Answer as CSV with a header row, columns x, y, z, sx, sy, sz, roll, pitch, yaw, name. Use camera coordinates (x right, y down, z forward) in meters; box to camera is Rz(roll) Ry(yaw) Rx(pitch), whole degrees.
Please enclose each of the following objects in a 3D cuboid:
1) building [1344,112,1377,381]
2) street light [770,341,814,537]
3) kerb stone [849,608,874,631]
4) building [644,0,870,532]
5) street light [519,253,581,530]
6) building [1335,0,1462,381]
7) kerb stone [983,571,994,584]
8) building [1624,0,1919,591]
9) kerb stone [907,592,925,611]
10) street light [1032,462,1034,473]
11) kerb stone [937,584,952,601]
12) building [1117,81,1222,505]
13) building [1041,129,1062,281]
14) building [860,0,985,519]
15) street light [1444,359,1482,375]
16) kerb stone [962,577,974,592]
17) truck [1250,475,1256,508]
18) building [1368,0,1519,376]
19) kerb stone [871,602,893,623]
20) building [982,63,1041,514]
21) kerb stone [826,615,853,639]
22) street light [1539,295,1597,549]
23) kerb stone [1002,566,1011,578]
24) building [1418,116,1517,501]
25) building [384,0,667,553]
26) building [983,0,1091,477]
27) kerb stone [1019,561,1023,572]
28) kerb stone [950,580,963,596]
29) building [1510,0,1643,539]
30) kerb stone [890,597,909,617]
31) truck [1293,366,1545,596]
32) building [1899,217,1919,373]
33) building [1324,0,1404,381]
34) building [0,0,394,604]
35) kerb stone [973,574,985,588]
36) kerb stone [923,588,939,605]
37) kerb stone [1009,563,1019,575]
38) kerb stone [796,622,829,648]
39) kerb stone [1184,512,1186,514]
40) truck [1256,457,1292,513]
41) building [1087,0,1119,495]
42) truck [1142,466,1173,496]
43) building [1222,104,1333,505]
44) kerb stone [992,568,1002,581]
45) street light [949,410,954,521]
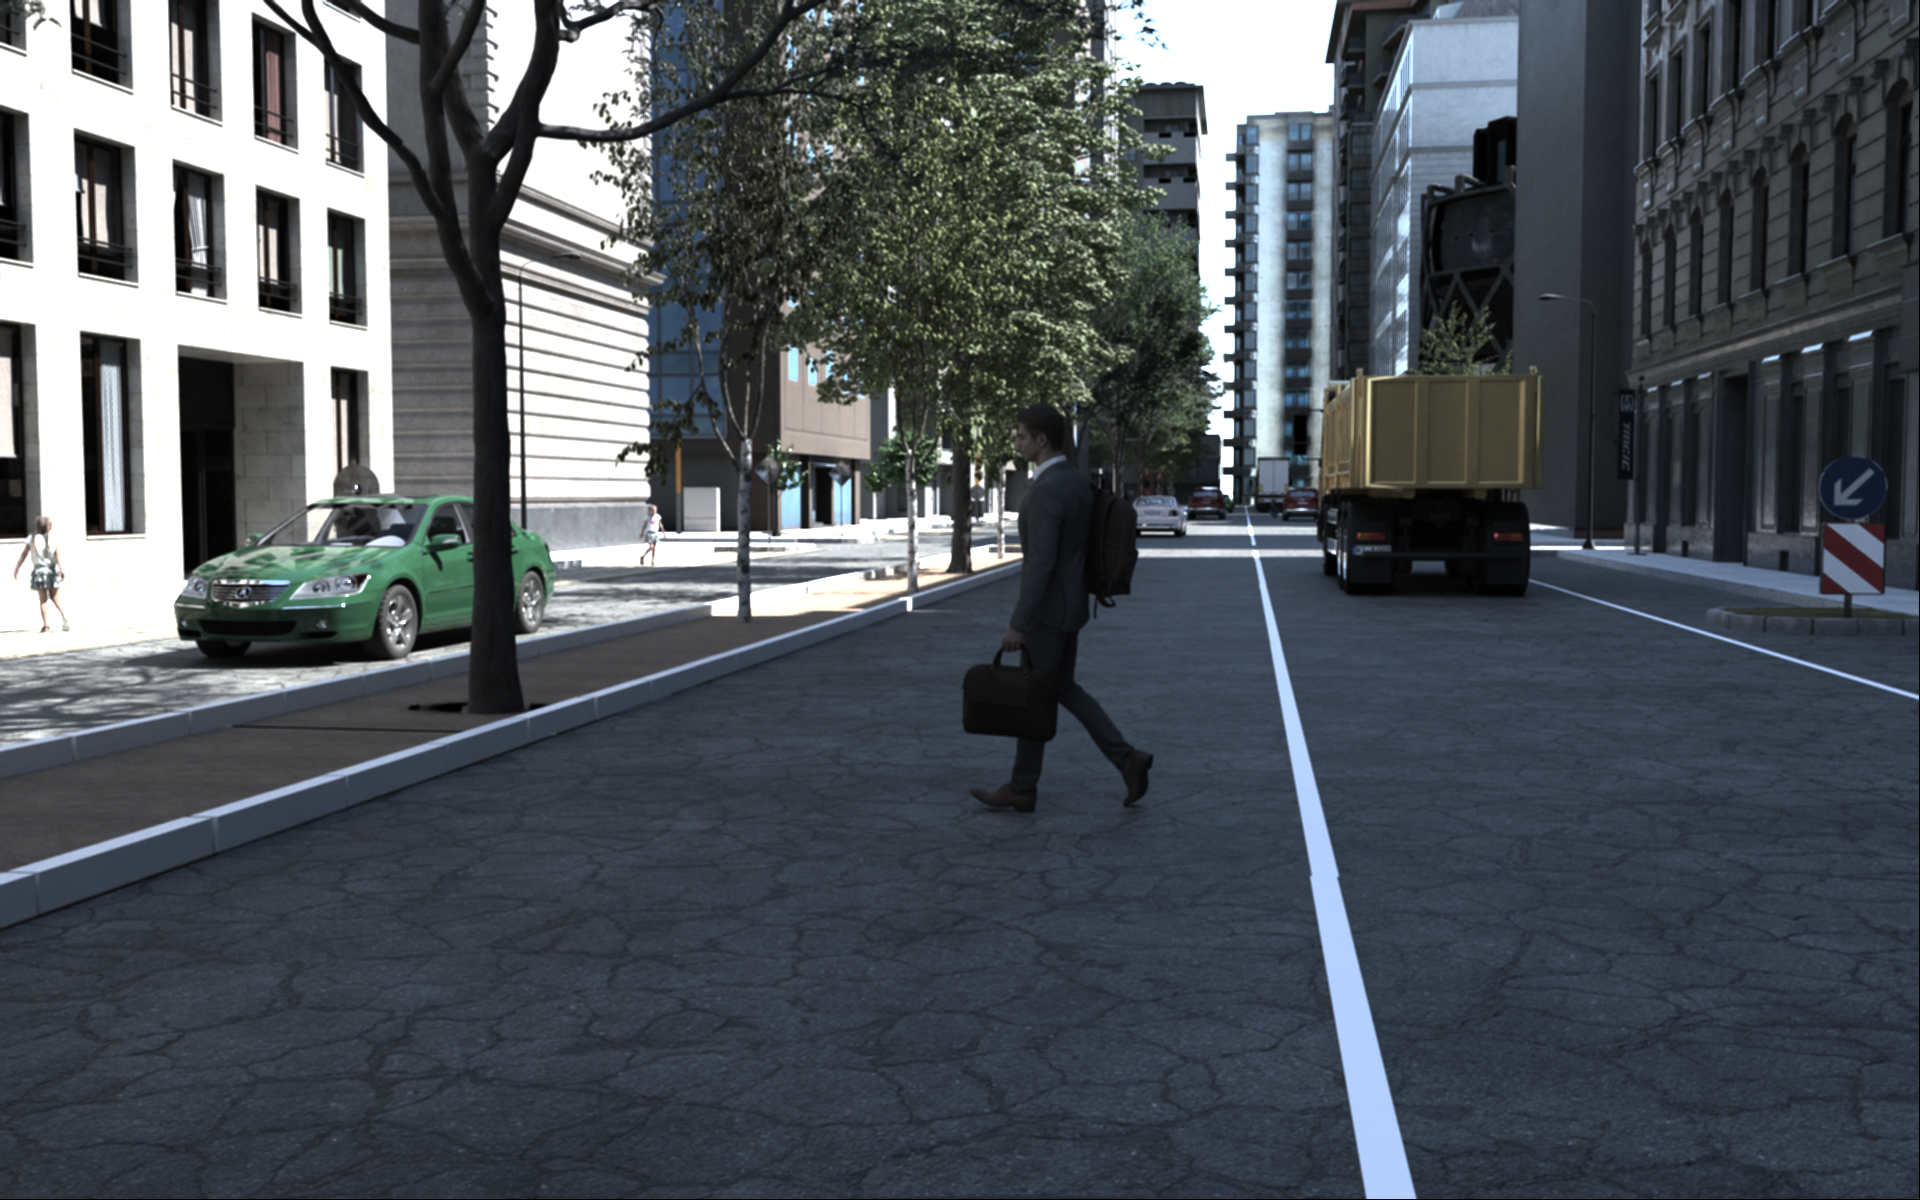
x,y,z,sx,sy,sz,roll,pitch,yaw,name
36.717,-22.117,133.315,14.160,30.474,14.107,1,4,9,building
-4.971,-4.837,51.619,1.470,5.913,1.316,1,4,9,street light
-1.110,0.225,18.524,0.120,0.150,1.000,1,4,9,kerb stone
-11.677,-25.372,64.943,14.600,45.320,14.200,1,4,9,building
-7.977,-3.732,33.567,1.470,5.913,1.316,1,4,9,street light
44.997,-30.503,153.347,22.147,44.769,28.867,1,4,9,building
0.370,-0.333,27.634,0.120,0.150,1.000,1,4,9,kerb stone
18.716,-11.082,30.337,9.793,20.994,18.267,1,4,9,building
-0.622,0.038,21.568,0.120,0.150,1.000,1,4,9,kerb stone
5.386,-8.708,114.909,1.470,5.913,1.316,1,4,9,street light
-0.285,-0.085,23.584,0.120,0.150,1.000,1,4,9,kerb stone
19.864,-38.774,223.199,27.495,52.752,28.713,1,4,9,building
0.130,-22.165,134.091,14.160,30.474,14.107,1,4,9,building
-6.614,-25.100,93.976,14.154,41.232,14.086,1,4,9,building
17.323,-5.325,59.609,1.470,5.913,1.316,1,4,9,street light
0.040,-0.207,25.609,0.120,0.150,1.000,1,4,9,kerb stone
31.134,-10.985,175.530,3.469,3.379,9.791,1,4,9,truck
31.796,-20.130,106.618,11.434,29.767,29.804,1,4,9,building
-0.948,0.162,19.542,0.120,0.150,1.000,1,4,9,kerb stone
-2.619,-21.058,116.001,14.160,30.474,14.107,1,4,9,building
-1.282,0.288,17.517,0.120,0.150,1.000,1,4,9,kerb stone
14.181,-4.153,40.435,1.470,5.913,1.316,1,4,9,street light
0.703,-0.456,29.650,0.120,0.150,1.000,1,4,9,kerb stone
30.735,-13.217,83.555,16.820,18.784,16.811,1,4,9,building
-17.785,-12.950,40.605,19.941,23.489,11.050,1,4,9,building
3.595,-30.477,148.410,14.600,45.320,14.200,1,4,9,building
1.030,-0.580,31.686,0.120,0.150,1.000,1,4,9,kerb stone
-0.128,-0.145,24.600,0.120,0.150,1.000,1,4,9,kerb stone
30.197,-15.821,52.177,24.014,27.812,14.314,1,4,9,building
-0.789,0.100,20.558,0.120,0.150,1.000,1,4,9,kerb stone
7.299,-1.971,28.156,3.469,3.379,9.791,1,4,9,truck
16.497,-11.442,6.150,14.314,24.678,30.058,1,4,9,building
53.048,-36.184,180.844,28.713,52.752,27.495,1,4,9,building
-16.117,-10.201,21.541,10.420,20.320,16.860,1,4,9,building
0.208,-0.271,26.625,0.120,0.150,1.000,1,4,9,kerb stone
-0.457,-0.023,22.576,0.120,0.150,1.000,1,4,9,kerb stone
0.875,-0.518,30.667,0.120,0.150,1.000,1,4,9,kerb stone
-1.446,0.349,16.489,0.120,0.150,1.000,1,4,9,kerb stone
15.989,-6.182,123.276,0.120,0.150,1.000,1,4,9,kerb stone
24.803,-9.049,136.863,2.839,4.237,11.283,1,4,10,truck
6.499,-46.025,190.757,20.611,71.187,20.563,1,4,9,building
20.077,-11.413,175.516,2.839,4.237,11.283,1,4,9,truck
48.184,-36.421,215.086,30.456,49.044,23.786,1,4,9,building
0.530,-0.394,28.643,0.120,0.150,1.000,1,4,9,kerb stone
0.207,-6.762,83.100,1.470,5.913,1.316,1,4,9,street light
